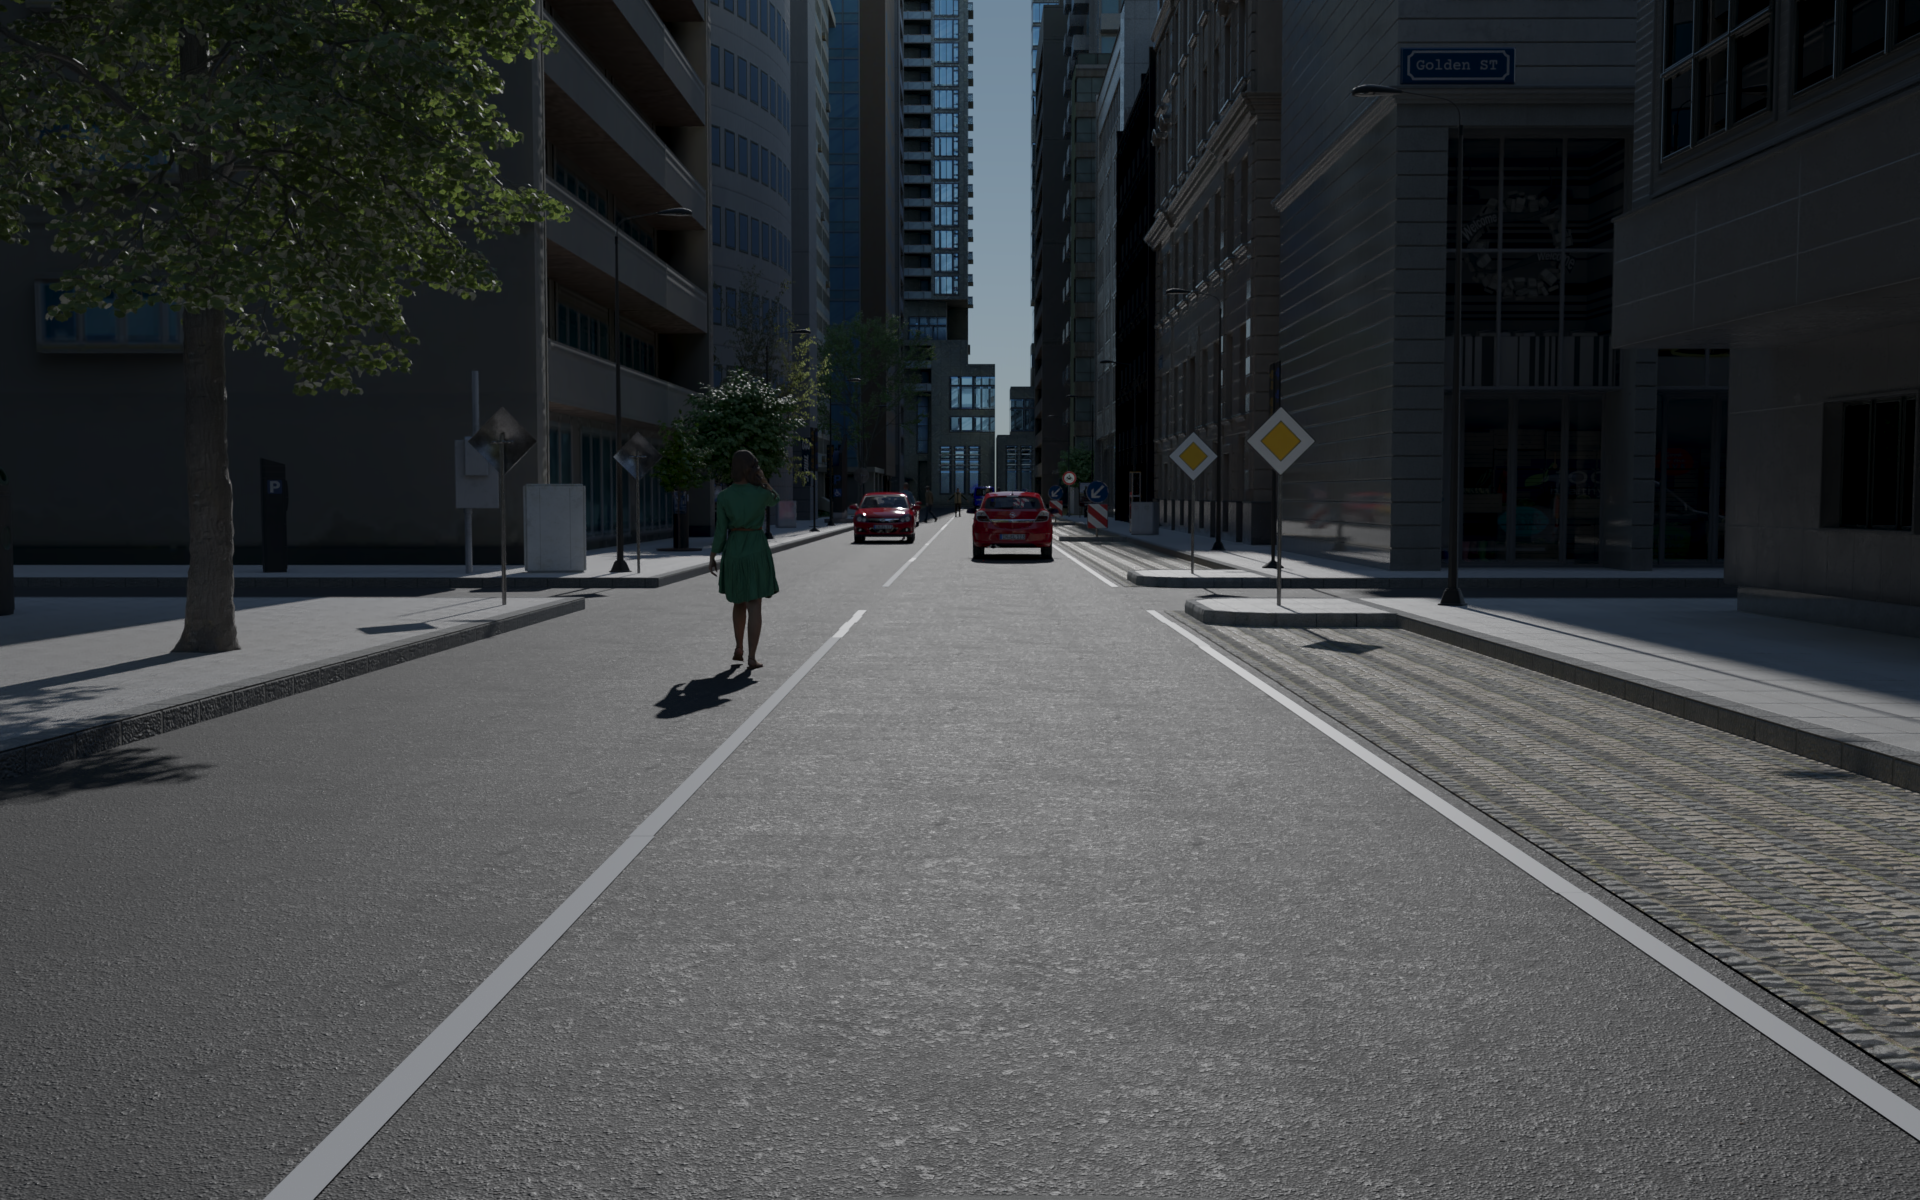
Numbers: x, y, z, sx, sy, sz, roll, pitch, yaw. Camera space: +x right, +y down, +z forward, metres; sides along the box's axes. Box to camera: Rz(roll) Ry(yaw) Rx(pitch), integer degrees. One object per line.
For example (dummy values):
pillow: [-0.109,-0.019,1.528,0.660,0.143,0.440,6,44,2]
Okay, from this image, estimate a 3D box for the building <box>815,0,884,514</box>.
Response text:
building: [-21.471,-25.879,115.000,32.217,40.220,23.993,0,4,1]

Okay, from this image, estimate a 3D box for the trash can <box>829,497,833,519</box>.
trash can: [-6.472,-4.793,90.013,0.748,1.137,0.748,0,3,0]

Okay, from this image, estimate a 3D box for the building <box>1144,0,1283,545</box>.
building: [13.051,-15.743,54.658,12.463,27.353,25.104,0,4,1]

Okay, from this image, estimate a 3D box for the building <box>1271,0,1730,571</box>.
building: [21.940,-15.640,33.200,29.804,29.767,11.434,0,4,1]

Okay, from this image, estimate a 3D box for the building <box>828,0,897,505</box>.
building: [-13.105,-30.452,148.002,14.600,45.320,14.200,0,4,1]

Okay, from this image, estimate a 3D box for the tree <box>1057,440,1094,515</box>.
tree: [7.449,-7.505,106.416,4.285,4.588,4.351,0,3,0]

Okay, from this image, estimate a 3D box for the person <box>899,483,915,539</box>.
person: [-1.723,-2.822,54.988,0.601,1.785,0.444,0,4,2]

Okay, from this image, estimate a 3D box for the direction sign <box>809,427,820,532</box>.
direction sign: [-4.967,-4.101,59.053,0.379,3.537,0.876,1,4,11]

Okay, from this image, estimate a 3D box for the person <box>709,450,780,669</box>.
person: [-1.786,-0.344,14.366,0.600,1.795,0.529,0,4,-7]

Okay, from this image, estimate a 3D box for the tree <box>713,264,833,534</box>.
tree: [-6.206,-6.418,55.304,4.360,8.622,3.978,0,3,0]

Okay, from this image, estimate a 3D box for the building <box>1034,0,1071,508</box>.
building: [18.207,-33.203,166.575,21.300,48.544,21.600,0,4,1]

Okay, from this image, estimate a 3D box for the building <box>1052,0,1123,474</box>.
building: [19.792,-31.815,139.791,23.786,49.044,30.456,0,4,1]

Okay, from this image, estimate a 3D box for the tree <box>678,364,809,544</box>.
tree: [-5.511,-3.678,43.854,4.285,4.588,4.351,0,3,0]

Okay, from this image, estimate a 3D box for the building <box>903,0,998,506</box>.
building: [-11.558,-54.089,197.029,31.000,86.520,22.319,0,4,1]

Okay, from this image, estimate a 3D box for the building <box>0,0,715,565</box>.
building: [-18.126,-25.479,40.284,21.300,48.544,21.600,0,4,1]

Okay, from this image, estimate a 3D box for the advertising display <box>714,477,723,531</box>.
advertising display: [-8.420,-3.273,58.722,0.123,1.923,0.974,2,4,35]

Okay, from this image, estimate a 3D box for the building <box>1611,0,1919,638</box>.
building: [13.749,-11.275,3.415,14.314,24.678,30.058,0,4,1]

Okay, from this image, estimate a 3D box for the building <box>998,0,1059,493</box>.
building: [19.638,-54.036,196.166,31.000,86.520,22.319,0,4,1]

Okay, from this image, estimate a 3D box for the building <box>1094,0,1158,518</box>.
building: [13.926,-16.819,93.009,12.078,24.808,19.932,0,4,1]

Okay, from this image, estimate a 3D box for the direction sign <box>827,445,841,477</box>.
direction sign: [-5.666,-5.338,79.273,0.876,3.537,0.379,1,4,9]

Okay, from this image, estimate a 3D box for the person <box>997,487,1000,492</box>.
person: [2.226,-5.691,101.539,0.794,1.824,0.713,2,4,25]

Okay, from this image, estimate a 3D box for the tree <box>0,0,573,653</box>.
tree: [-6.386,-5.876,14.194,7.486,12.596,7.792,0,3,0]

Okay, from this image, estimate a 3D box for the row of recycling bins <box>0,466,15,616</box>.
row of recycling bins: [-10.846,-0.600,16.923,1.069,1.692,3.534,1,4,14]

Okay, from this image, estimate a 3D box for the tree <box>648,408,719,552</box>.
tree: [-6.294,-2.708,38.883,1.663,3.219,1.824,0,3,0]

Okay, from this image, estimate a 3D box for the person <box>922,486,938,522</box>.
person: [-1.546,-4.871,88.044,0.836,1.842,0.656,0,4,-2]

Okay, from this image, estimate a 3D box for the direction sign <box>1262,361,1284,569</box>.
direction sign: [5.419,-2.317,29.875,0.379,3.537,0.876,0,4,-1]

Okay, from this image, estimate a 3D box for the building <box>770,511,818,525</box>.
building: [-17.885,-32.466,72.824,21.231,58.520,28.212,0,4,1]

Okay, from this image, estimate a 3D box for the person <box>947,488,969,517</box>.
person: [-0.136,-6.185,109.722,1.348,1.812,0.705,0,4,-3]

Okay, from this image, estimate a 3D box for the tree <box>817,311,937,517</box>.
tree: [-5.400,-10.457,96.732,9.928,11.665,9.643,0,3,0]

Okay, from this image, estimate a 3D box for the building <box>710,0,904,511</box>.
building: [-19.584,-38.211,166.745,28.212,58.520,21.231,0,4,1]

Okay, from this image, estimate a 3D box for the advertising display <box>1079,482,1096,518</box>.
advertising display: [6.917,-5.437,94.103,0.974,1.923,0.123,-1,4,-16]

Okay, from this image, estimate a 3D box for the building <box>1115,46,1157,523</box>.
building: [13.565,-15.017,75.205,12.332,23.373,15.834,0,4,1]

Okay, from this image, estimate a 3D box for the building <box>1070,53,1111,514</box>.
building: [14.417,-21.138,117.313,14.160,30.474,14.107,0,4,1]

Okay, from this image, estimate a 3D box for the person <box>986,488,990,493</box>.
person: [1.755,-5.563,99.679,0.699,1.804,1.509,1,4,23]
